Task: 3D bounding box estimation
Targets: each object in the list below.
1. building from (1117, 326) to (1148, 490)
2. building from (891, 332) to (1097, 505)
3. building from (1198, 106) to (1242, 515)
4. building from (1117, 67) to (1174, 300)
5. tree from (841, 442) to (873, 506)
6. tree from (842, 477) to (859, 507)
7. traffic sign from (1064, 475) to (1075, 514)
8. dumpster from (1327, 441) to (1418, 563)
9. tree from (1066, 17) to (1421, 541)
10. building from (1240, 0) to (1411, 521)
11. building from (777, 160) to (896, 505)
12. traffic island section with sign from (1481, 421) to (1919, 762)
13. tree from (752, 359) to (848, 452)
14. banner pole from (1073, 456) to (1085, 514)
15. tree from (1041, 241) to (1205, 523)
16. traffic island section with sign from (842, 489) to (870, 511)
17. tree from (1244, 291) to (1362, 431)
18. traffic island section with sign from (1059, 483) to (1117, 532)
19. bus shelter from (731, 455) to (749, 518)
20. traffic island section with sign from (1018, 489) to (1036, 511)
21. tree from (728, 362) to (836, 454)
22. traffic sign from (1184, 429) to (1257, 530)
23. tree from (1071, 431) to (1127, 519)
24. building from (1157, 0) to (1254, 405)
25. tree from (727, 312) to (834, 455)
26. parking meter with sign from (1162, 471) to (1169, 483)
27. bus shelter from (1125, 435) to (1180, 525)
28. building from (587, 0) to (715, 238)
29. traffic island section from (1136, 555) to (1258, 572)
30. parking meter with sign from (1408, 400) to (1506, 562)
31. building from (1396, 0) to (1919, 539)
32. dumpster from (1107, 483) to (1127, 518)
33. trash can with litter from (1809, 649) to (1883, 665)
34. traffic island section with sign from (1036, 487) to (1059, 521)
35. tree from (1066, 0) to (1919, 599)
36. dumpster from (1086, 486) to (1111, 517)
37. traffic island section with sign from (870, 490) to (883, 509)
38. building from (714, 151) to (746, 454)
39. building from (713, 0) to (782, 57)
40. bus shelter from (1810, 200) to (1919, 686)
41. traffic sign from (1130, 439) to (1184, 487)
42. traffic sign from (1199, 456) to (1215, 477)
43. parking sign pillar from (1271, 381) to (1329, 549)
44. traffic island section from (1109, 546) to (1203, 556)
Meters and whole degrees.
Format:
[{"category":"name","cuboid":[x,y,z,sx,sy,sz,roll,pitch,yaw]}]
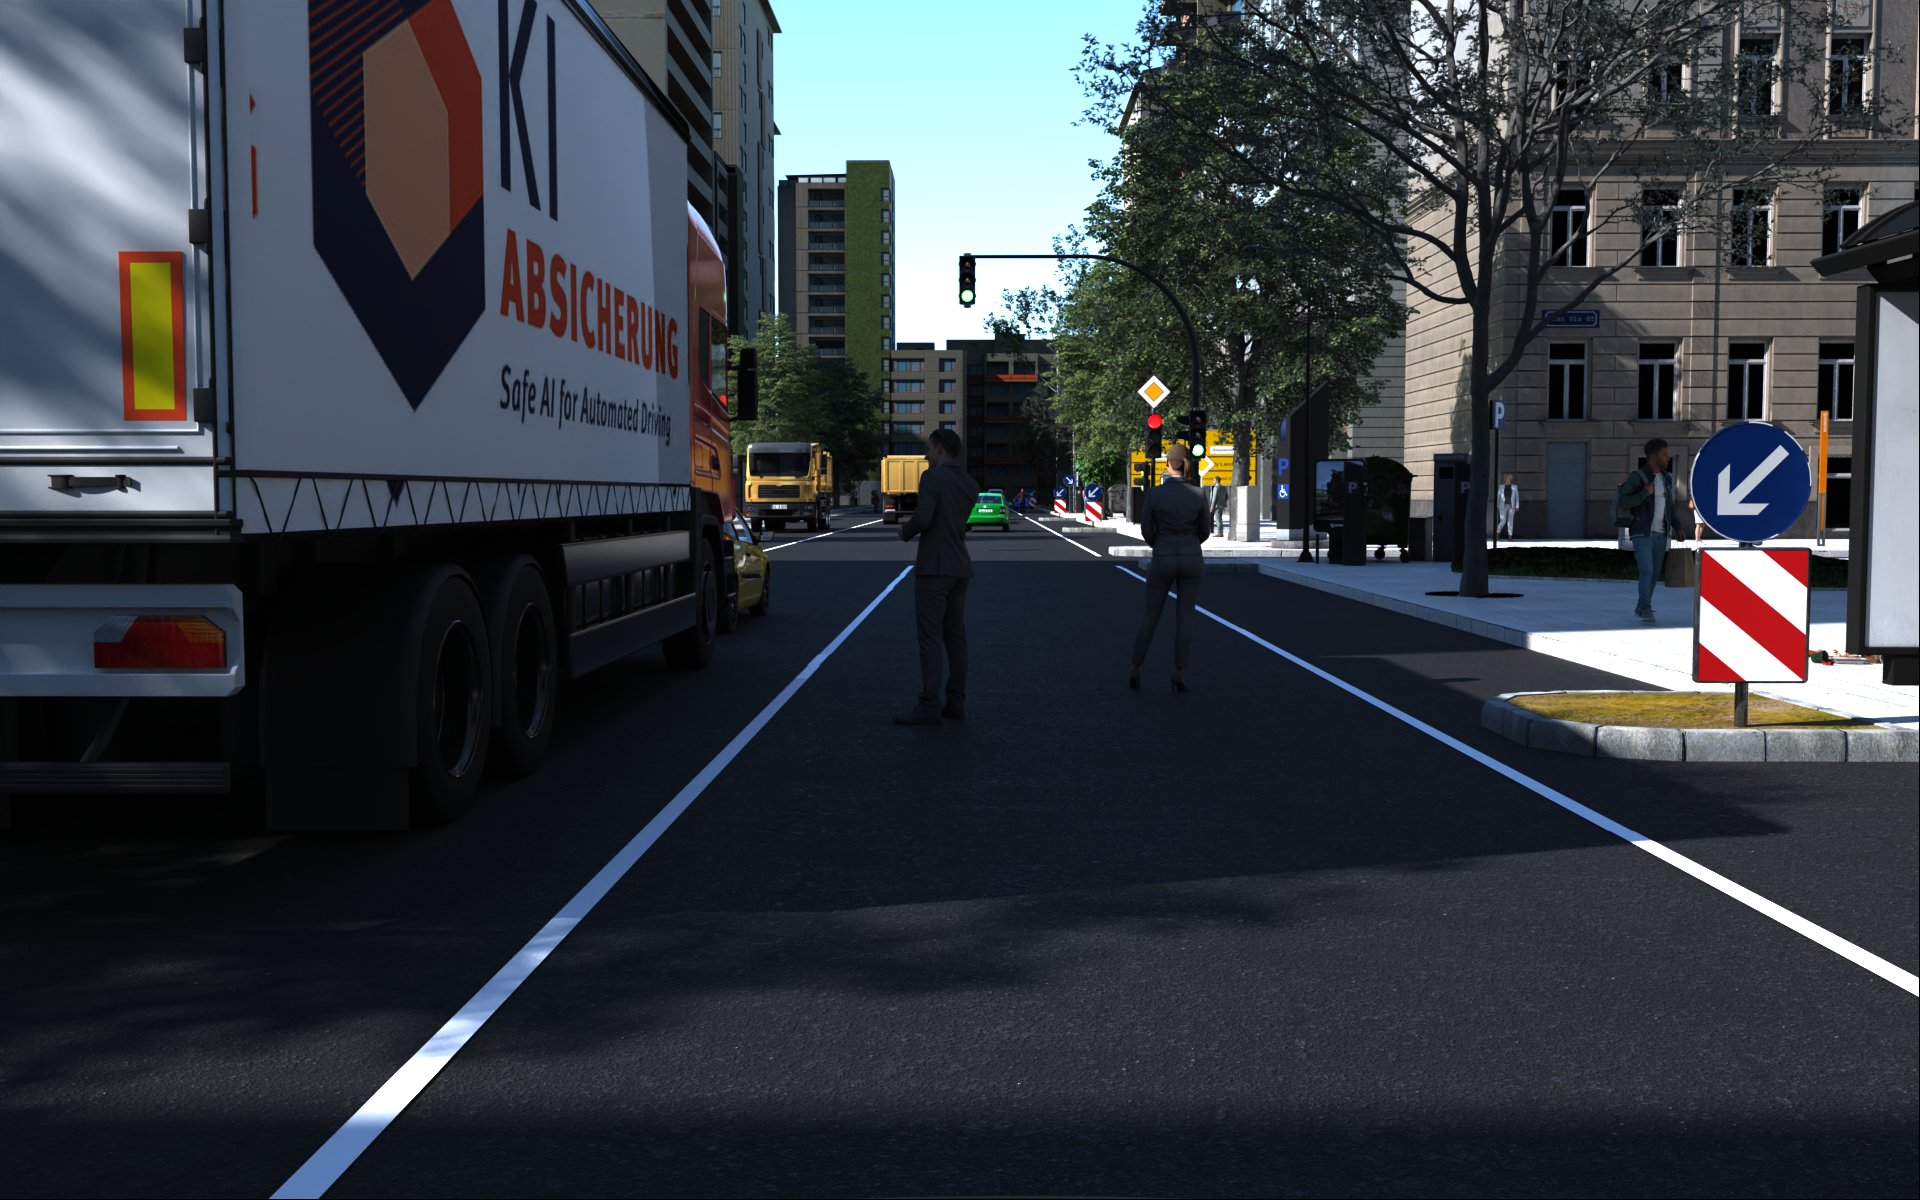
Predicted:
[{"category":"building","cuboid":[30.362,-19.859,169.734,27.650,21.520,28.899,0,4,1]},{"category":"building","cuboid":[6.392,-23.026,221.519,28.899,21.520,27.650,0,4,1]},{"category":"building","cuboid":[21.796,-17.614,106.010,12.078,24.808,19.932,0,4,1]},{"category":"building","cuboid":[34.591,-38.616,220.604,27.495,52.752,28.713,0,4,1]},{"category":"tree","cuboid":[-11.459,-14.863,193.378,4.737,8.622,4.395,0,3,0]},{"category":"tree","cuboid":[-11.448,-11.214,177.957,1.663,3.219,1.824,0,3,0]},{"category":"traffic sign","cuboid":[7.188,-6.946,113.676,0.768,2.556,0.104,0,4,7]},{"category":"dumpster","cuboid":[7.760,-1.864,32.972,1.502,2.255,1.985,0,4,1]},{"category":"tree","cuboid":[7.834,-8.607,47.387,9.857,13.997,8.962,0,3,0]},{"category":"building","cuboid":[20.602,-18.520,80.298,11.434,29.767,29.804,0,4,1]},{"category":"building","cuboid":[-15.178,-32.494,214.864,14.086,41.232,14.154,0,4,1]},{"category":"traffic island section with sign","cuboid":[4.212,-0.097,10.220,1.989,1.847,2.006,0,4,1]},{"category":"tree","cuboid":[-12.181,-12.428,128.955,9.928,11.665,9.643,0,3,0]},{"category":"banner pole","cuboid":[7.675,-7.616,114.543,0.401,3.779,0.863,-2,4,-28]},{"category":"tree","cuboid":[7.281,-9.774,77.937,7.486,12.596,7.792,0,3,0]},{"category":"traffic island section with sign","cuboid":[-8.725,-8.248,143.475,1.989,1.847,2.006,0,4,1]},{"category":"tree","cuboid":[12.093,-6.827,61.981,4.737,8.622,4.395,0,3,0]},{"category":"traffic island section with sign","cuboid":[4.903,-3.490,65.693,1.989,1.847,2.006,0,4,1]},{"category":"bus shelter","cuboid":[-12.490,-7.114,93.944,2.179,5.291,8.768,0,4,1]},{"category":"traffic island section with sign","cuboid":[5.878,-8.250,143.507,1.989,1.847,2.006,0,4,1]},{"category":"tree","cuboid":[-12.594,-11.170,117.038,8.767,10.594,7.601,-1,4,-13]},{"category":"traffic sign","cuboid":[8.135,-3.686,54.134,2.265,3.308,0.079,1,4,10]},{"category":"tree","cuboid":[7.269,-6.420,88.686,4.285,4.588,4.351,0,3,0]},{"category":"building","cuboid":[27.709,-29.700,140.227,22.147,44.769,28.867,0,4,1]},{"category":"tree","cuboid":[-11.758,-11.607,107.897,7.486,12.596,7.792,0,3,0]},{"category":"parking meter with sign","cuboid":[7.204,-3.800,58.391,1.738,3.016,0.543,2,4,29]},{"category":"bus shelter","cuboid":[7.728,-4.781,69.446,1.731,3.624,6.357,0,4,1]},{"category":"building","cuboid":[-30.226,-30.773,126.837,21.300,48.544,21.600,0,4,1]},{"category":"traffic island section","cuboid":[4.493,-0.662,33.112,2.009,0.180,2.903,0,4,1]},{"category":"parking meter with sign","cuboid":[9.366,-2.235,32.804,1.738,3.016,0.543,3,5,41]},{"category":"building","cuboid":[27.498,-15.698,53.934,25.104,27.353,12.463,0,4,1]},{"category":"dumpster","cuboid":[8.751,-5.445,94.789,1.264,1.857,1.865,0,4,1]},{"category":"trash can with litter","cuboid":[6.844,-0.146,13.445,2.233,1.210,1.678,0,4,-8]},{"category":"traffic island section with sign","cuboid":[5.250,-5.181,93.338,1.989,1.847,2.006,0,4,1]},{"category":"tree","cuboid":[6.597,-6.785,21.312,12.009,13.543,11.850,0,3,0]},{"category":"dumpster","cuboid":[7.835,-5.768,96.793,1.502,2.255,1.985,0,4,1]},{"category":"traffic island section with sign","cuboid":[-8.395,-9.950,171.316,1.989,1.847,2.006,0,4,1]},{"category":"building","cuboid":[-25.947,-22.871,145.646,14.160,30.474,14.107,0,4,1]},{"category":"building","cuboid":[-32.648,-35.483,169.391,27.495,52.752,28.713,0,4,1]},{"category":"bus shelter","cuboid":[6.746,-0.925,9.054,2.014,3.302,5.546,0,4,1]},{"category":"traffic sign","cuboid":[7.428,-4.296,64.106,2.265,3.308,0.079,1,4,8]},{"category":"traffic sign","cuboid":[7.472,-3.283,53.410,0.795,2.593,0.064,1,4,9]},{"category":"parking sign pillar","cuboid":[8.112,-3.212,40.995,1.447,3.967,1.447,-2,4,-35]},{"category":"traffic island section","cuboid":[4.593,-1.151,41.096,2.009,0.180,2.903,0,4,1]}]
